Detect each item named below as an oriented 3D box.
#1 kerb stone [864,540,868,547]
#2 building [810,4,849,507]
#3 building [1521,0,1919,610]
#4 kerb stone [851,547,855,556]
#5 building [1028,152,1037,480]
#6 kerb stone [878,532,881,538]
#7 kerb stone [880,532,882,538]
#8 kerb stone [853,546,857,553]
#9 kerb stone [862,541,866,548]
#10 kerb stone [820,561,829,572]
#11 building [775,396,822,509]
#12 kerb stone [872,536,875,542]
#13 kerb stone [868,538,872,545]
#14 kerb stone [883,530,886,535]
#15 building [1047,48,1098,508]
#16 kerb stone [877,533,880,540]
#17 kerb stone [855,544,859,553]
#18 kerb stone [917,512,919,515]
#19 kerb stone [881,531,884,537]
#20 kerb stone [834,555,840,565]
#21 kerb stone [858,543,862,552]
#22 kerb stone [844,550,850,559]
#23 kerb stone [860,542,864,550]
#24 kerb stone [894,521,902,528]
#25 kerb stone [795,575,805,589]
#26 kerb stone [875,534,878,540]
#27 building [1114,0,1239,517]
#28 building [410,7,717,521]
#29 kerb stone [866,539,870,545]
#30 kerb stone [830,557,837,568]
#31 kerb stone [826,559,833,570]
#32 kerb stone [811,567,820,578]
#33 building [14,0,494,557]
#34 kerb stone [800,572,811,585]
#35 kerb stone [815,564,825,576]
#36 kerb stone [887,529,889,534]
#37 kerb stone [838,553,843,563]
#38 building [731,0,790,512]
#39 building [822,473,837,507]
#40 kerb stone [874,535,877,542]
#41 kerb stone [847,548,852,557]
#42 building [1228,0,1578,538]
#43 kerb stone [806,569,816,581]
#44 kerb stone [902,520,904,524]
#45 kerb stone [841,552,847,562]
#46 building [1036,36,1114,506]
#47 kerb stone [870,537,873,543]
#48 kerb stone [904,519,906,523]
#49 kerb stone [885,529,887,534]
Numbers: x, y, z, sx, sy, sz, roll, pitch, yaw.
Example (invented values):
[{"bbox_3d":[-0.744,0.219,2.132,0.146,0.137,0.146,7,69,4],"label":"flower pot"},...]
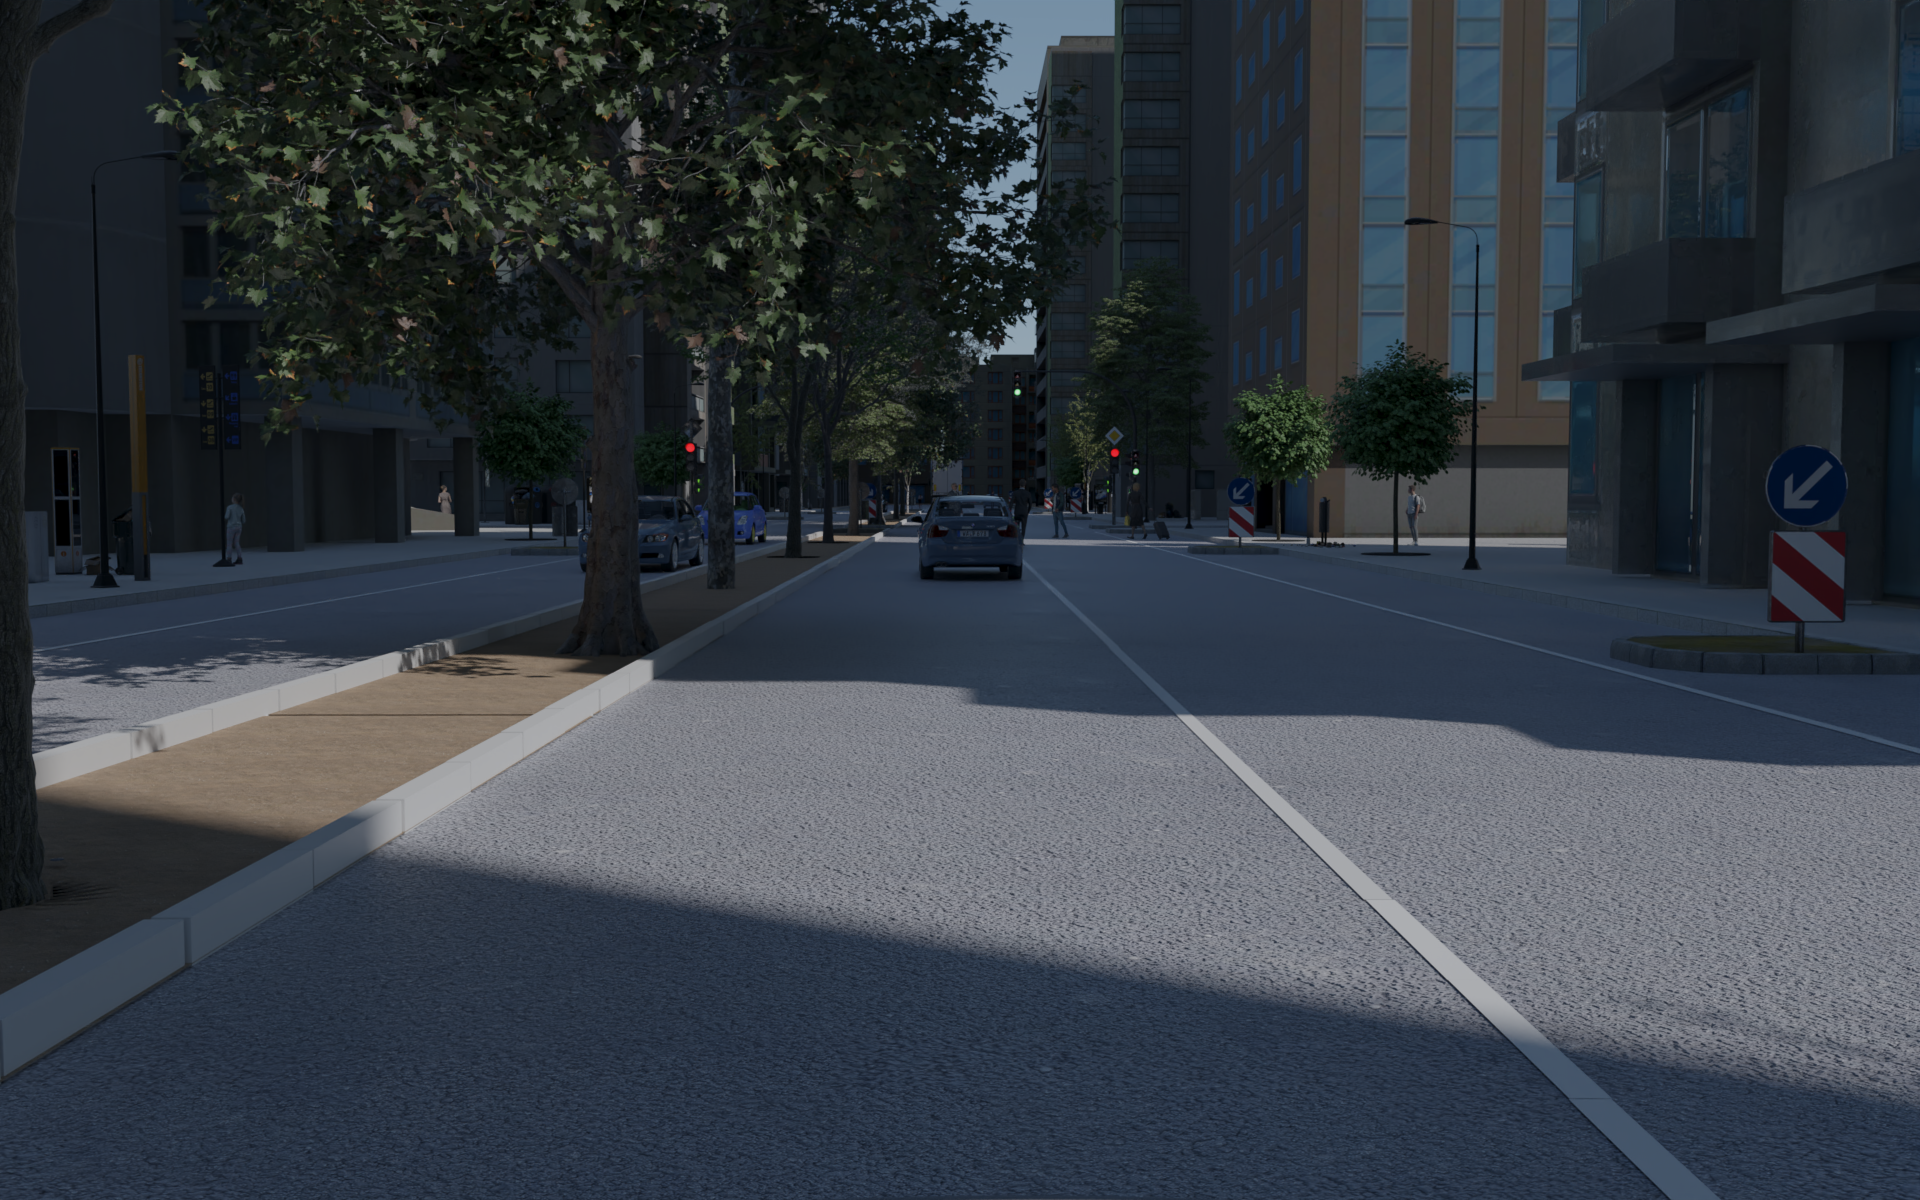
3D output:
[{"bbox_3d":[-2.579,-1.439,45.725,0.120,0.150,1.000,0,4,0],"label":"kerb stone"},{"bbox_3d":[-22.454,-45.663,184.844,20.563,71.187,20.611,0,4,0],"label":"building"},{"bbox_3d":[20.607,-24.323,17.290,23.786,49.044,30.456,0,4,0],"label":"building"},{"bbox_3d":[-2.544,-1.063,39.587,0.120,0.150,1.000,0,4,0],"label":"kerb stone"},{"bbox_3d":[20.415,-35.944,207.299,23.786,49.044,30.456,0,4,0],"label":"building"},{"bbox_3d":[-2.613,-1.942,53.942,0.120,0.150,1.000,0,4,0],"label":"kerb stone"},{"bbox_3d":[-2.630,-2.005,54.972,0.120,0.150,1.000,0,4,0],"label":"kerb stone"},{"bbox_3d":[-2.557,-1.125,40.609,0.120,0.150,1.000,0,4,0],"label":"kerb stone"},{"bbox_3d":[-2.576,-1.377,44.703,0.120,0.150,1.000,0,4,0],"label":"kerb stone"},{"bbox_3d":[-2.522,-0.561,31.378,0.120,0.150,1.000,0,4,0],"label":"kerb stone"},{"bbox_3d":[-19.920,-28.781,154.160,14.154,41.232,14.086,0,4,0],"label":"building"},{"bbox_3d":[-2.598,-1.691,49.843,0.120,0.150,1.000,0,4,0],"label":"kerb stone"},{"bbox_3d":[-2.592,-1.562,47.777,0.120,0.150,1.000,0,4,0],"label":"kerb stone"},{"bbox_3d":[-2.636,-2.192,58.043,0.120,0.150,1.000,0,4,0],"label":"kerb stone"},{"bbox_3d":[15.163,-29.298,162.619,14.154,41.232,14.086,0,4,0],"label":"building"},{"bbox_3d":[-2.617,-1.879,52.915,0.120,0.150,1.000,0,4,0],"label":"kerb stone"},{"bbox_3d":[-2.567,-1.189,41.631,0.120,0.150,1.000,0,4,0],"label":"kerb stone"},{"bbox_3d":[-2.885,-5.425,110.888,0.120,0.150,1.000,0,4,0],"label":"kerb stone"},{"bbox_3d":[-2.627,-2.068,56.000,0.120,0.150,1.000,0,4,0],"label":"kerb stone"},{"bbox_3d":[-2.522,-0.750,34.452,0.120,0.150,1.000,0,4,0],"label":"kerb stone"},{"bbox_3d":[-2.567,-1.249,42.653,0.120,0.150,1.000,0,4,0],"label":"kerb stone"},{"bbox_3d":[-2.539,-0.938,37.537,0.120,0.150,1.000,0,4,0],"label":"kerb stone"},{"bbox_3d":[-2.563,-1.314,43.675,0.120,0.150,1.000,0,4,0],"label":"kerb stone"},{"bbox_3d":[-2.715,-3.278,76.006,0.120,0.150,1.000,0,4,0],"label":"kerb stone"},{"bbox_3d":[-2.489,-0.245,26.256,0.120,0.150,1.000,0,4,0],"label":"kerb stone"},{"bbox_3d":[-2.608,-1.816,51.893,0.120,0.150,1.000,0,4,0],"label":"kerb stone"},{"bbox_3d":[15.811,-25.520,100.847,14.154,41.232,14.086,0,4,0],"label":"building"},{"bbox_3d":[-19.231,-24.614,86.027,14.154,41.232,14.086,0,4,0],"label":"building"},{"bbox_3d":[-2.587,-1.502,46.752,0.120,0.150,1.000,0,4,0],"label":"kerb stone"},{"bbox_3d":[-2.522,-0.687,33.426,0.120,0.150,1.000,0,4,0],"label":"kerb stone"},{"bbox_3d":[-2.519,-0.624,32.400,0.120,0.150,1.000,0,4,0],"label":"kerb stone"},{"bbox_3d":[-2.506,-0.428,29.335,0.120,0.150,1.000,0,4,0],"label":"kerb stone"},{"bbox_3d":[-25.953,-21.676,46.277,23.993,40.220,32.217,0,4,0],"label":"building"},{"bbox_3d":[-2.494,-0.308,27.282,0.120,0.150,1.000,0,4,0],"label":"kerb stone"},{"bbox_3d":[-2.511,-0.499,30.356,0.120,0.150,1.000,0,4,0],"label":"kerb stone"},{"bbox_3d":[-2.643,-2.315,60.104,0.120,0.150,1.000,0,4,0],"label":"kerb stone"},{"bbox_3d":[-2.535,-0.813,35.492,0.120,0.150,1.000,0,4,0],"label":"kerb stone"},{"bbox_3d":[-23.053,-28.262,116.708,22.147,44.769,28.867,0,4,0],"label":"building"},{"bbox_3d":[-19.898,-27.173,215.973,14.107,30.474,14.160,0,4,0],"label":"building"},{"bbox_3d":[-2.606,-1.754,50.871,0.120,0.150,1.000,0,4,0],"label":"kerb stone"},{"bbox_3d":[-2.540,-1.001,38.561,0.120,0.150,1.000,0,4,0],"label":"kerb stone"},{"bbox_3d":[16.829,-24.813,55.805,14.600,45.320,14.200,0,4,0],"label":"building"},{"bbox_3d":[-2.494,-0.374,28.312,0.120,0.150,1.000,0,4,0],"label":"kerb stone"},{"bbox_3d":[-2.728,-3.417,78.062,0.120,0.150,1.000,0,4,0],"label":"kerb stone"},{"bbox_3d":[-2.526,-0.876,36.514,0.120,0.150,1.000,0,4,0],"label":"kerb stone"},{"bbox_3d":[19.132,-34.078,180.881,21.300,48.544,21.600,0,4,0],"label":"building"},{"bbox_3d":[-2.599,-1.624,48.801,0.120,0.150,1.000,0,4,0],"label":"kerb stone"},{"bbox_3d":[-2.739,-3.605,81.141,0.120,0.150,1.000,0,4,0],"label":"kerb stone"},{"bbox_3d":[-2.644,-2.254,59.074,0.120,0.150,1.000,0,4,0],"label":"kerb stone"}]
